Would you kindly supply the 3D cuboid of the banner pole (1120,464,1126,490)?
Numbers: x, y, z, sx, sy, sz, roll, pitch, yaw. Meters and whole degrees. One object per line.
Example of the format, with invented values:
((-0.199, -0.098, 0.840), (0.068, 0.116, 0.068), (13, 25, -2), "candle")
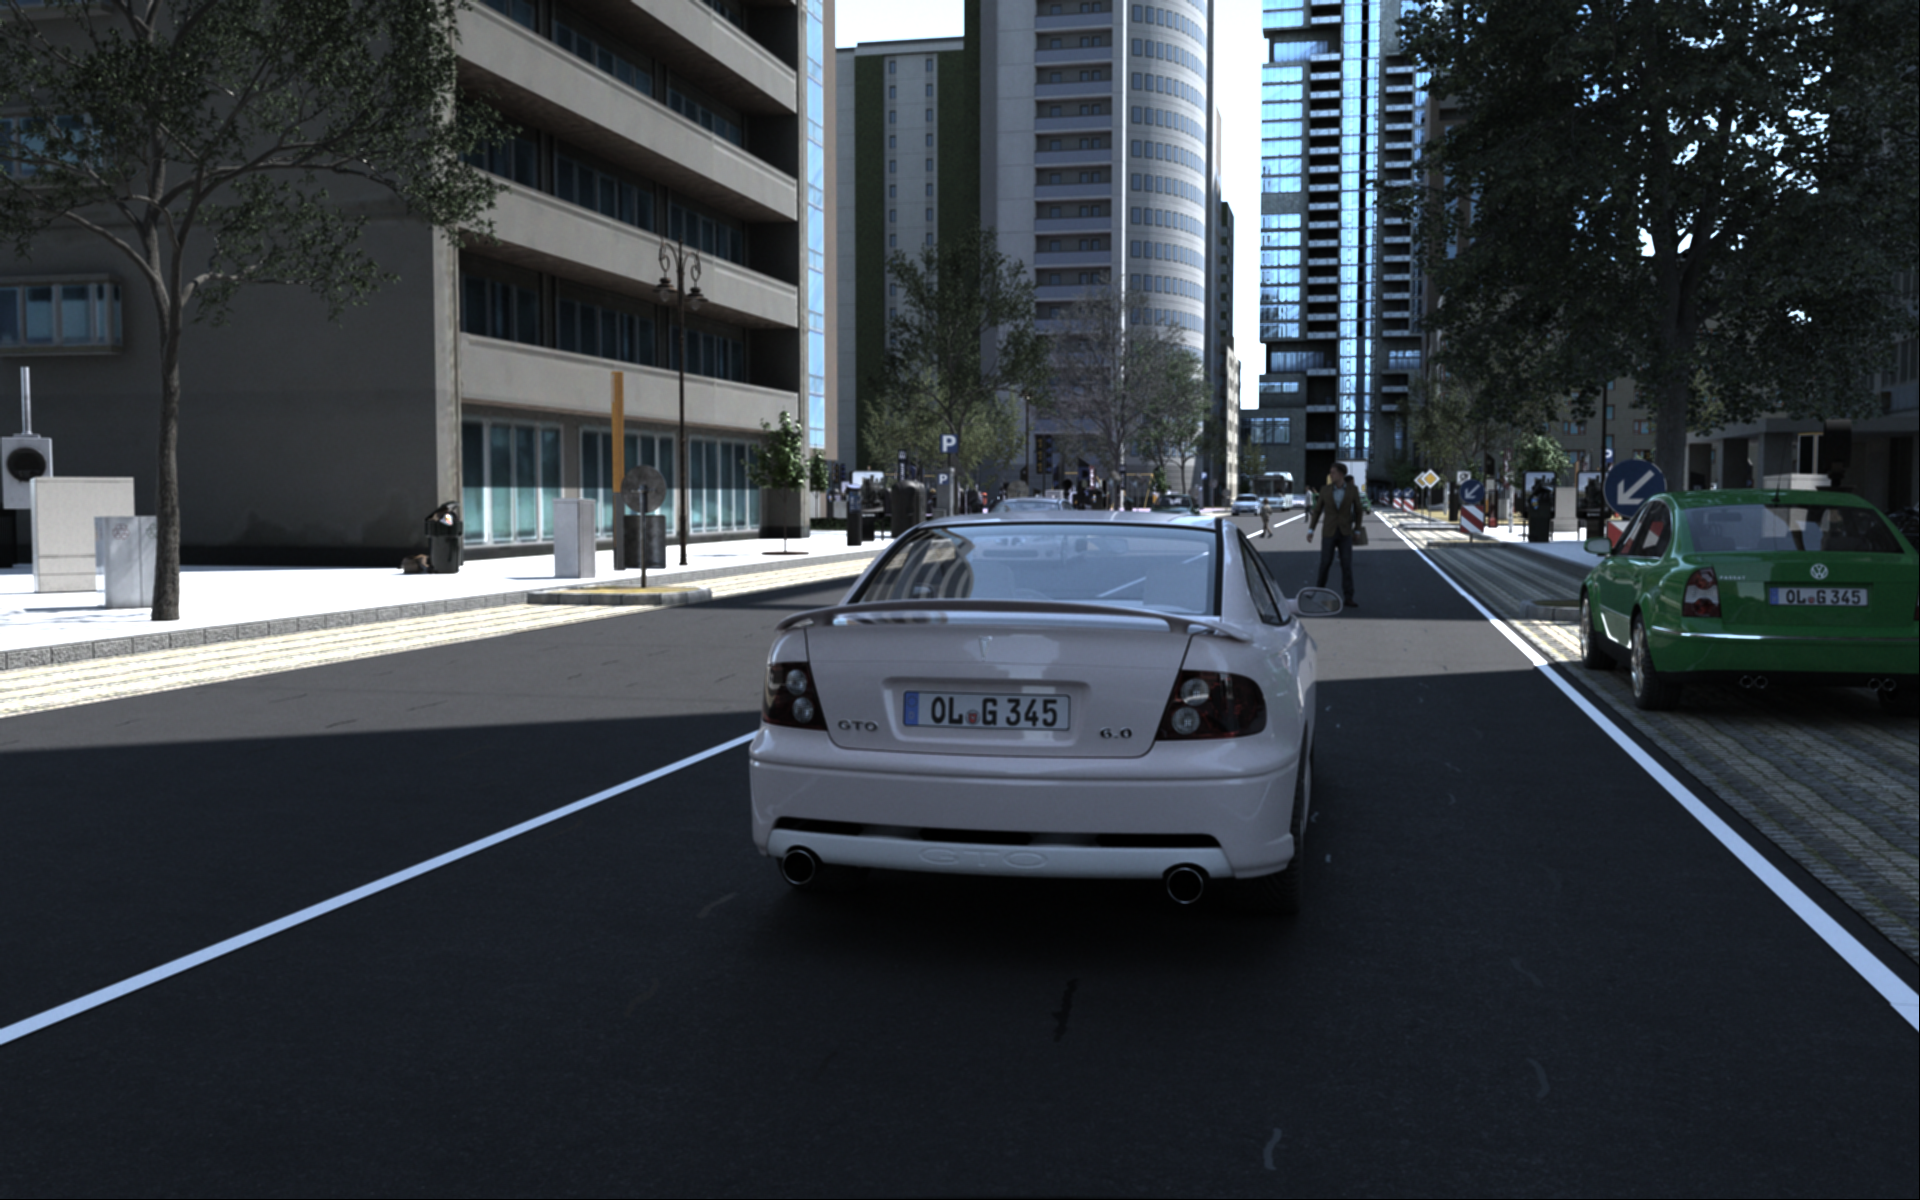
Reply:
((11.764, -8.372, 126.892), (0.863, 3.779, 0.401), (0, 4, -3), "banner pole")

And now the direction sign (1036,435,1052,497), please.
((3.259, -4.593, 67.097), (0.379, 3.537, 0.876), (-3, 4, -38), "direction sign")

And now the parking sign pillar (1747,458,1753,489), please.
((49.135, -7.340, 108.476), (1.447, 3.967, 1.447), (0, 4, 1), "parking sign pillar")

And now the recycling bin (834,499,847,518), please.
((-4.188, -3.145, 63.967), (0.722, 1.027, 0.722), (2, 4, 32), "recycling bin")

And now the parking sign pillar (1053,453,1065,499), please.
((6.482, -7.656, 113.655), (1.447, 3.967, 1.447), (1, 4, 20), "parking sign pillar")

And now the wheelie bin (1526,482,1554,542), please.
((15.426, -2.334, 46.075), (0.693, 1.594, 0.980), (1, 4, 17), "wheelie bin")

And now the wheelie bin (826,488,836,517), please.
((-7.074, -5.210, 93.097), (0.693, 1.594, 0.980), (-3, 4, -36), "wheelie bin")

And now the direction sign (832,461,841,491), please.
((-7.433, -6.716, 101.805), (0.379, 3.537, 0.876), (0, 4, 5), "direction sign")

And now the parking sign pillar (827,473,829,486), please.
((-11.007, -9.083, 136.972), (1.447, 3.967, 1.447), (-1, 4, -14), "parking sign pillar")

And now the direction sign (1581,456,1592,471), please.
((37.203, -6.783, 102.898), (0.379, 3.537, 0.876), (-2, 4, -24), "direction sign")

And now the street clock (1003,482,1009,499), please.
((2.758, -6.052, 103.512), (0.358, 2.002, 0.471), (1, 4, 16), "street clock")

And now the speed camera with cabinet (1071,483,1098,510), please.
((9.499, -8.430, 132.168), (2.038, 3.252, 0.660), (2, 4, 24), "speed camera with cabinet")

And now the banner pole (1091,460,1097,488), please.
((10.000, -8.494, 128.894), (0.401, 3.779, 0.863), (3, 5, 40), "banner pole")

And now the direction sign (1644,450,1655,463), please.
((35.627, -5.946, 89.215), (0.876, 3.537, 0.379), (3, 5, 41), "direction sign")

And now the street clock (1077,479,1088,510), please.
((6.056, -4.940, 85.333), (0.358, 2.002, 0.471), (3, 5, 44), "street clock")

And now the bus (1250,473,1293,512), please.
((26.154, -9.162, 144.656), (2.948, 3.499, 13.247), (1, 4, 14), "bus")

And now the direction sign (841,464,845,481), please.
((-9.031, -8.429, 129.804), (0.876, 3.537, 0.379), (-1, 4, -14), "direction sign")

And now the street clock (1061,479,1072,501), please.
((5.159, -4.840, 83.702), (0.471, 2.002, 0.358), (-1, 4, -22), "street clock")

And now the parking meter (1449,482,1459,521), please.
((23.177, -4.621, 81.270), (0.399, 1.863, 0.255), (-2, 4, -29), "parking meter")

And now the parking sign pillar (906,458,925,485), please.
((-3.366, -8.762, 131.737), (1.447, 3.967, 1.447), (1, 4, 22), "parking sign pillar")

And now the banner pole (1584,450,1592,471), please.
((35.380, -6.578, 97.574), (0.401, 3.779, 0.863), (-1, 4, -14), "banner pole")

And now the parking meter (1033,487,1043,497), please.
((2.987, -3.545, 66.376), (0.372, 1.533, 0.369), (0, 3, 0), "parking meter")

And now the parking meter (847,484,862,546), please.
((-2.611, -2.101, 42.757), (0.372, 1.533, 0.369), (0, 3, 0), "parking meter")

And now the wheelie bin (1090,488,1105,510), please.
((6.792, -4.751, 85.587), (0.693, 1.594, 0.980), (1, 4, 8), "wheelie bin")

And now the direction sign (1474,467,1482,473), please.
((42.389, -9.191, 142.274), (0.876, 3.537, 0.379), (0, 4, 4), "direction sign")

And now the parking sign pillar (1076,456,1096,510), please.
((9.049, -8.276, 123.789), (1.447, 3.967, 1.447), (1, 4, 17), "parking sign pillar")

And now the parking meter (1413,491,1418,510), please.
((36.783, -8.036, 139.795), (0.372, 1.533, 0.369), (0, 3, 0), "parking meter")

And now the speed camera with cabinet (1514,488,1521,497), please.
((42.553, -8.275, 129.632), (2.038, 3.252, 0.660), (2, 4, 32), "speed camera with cabinet")

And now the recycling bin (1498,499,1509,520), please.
((27.159, -4.534, 86.692), (0.722, 1.027, 0.722), (3, 5, 40), "recycling bin")

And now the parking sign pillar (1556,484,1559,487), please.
((33.268, -6.710, 98.185), (1.447, 3.967, 1.447), (-3, 4, -39), "parking sign pillar")

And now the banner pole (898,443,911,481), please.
((-2.687, -5.809, 84.987), (0.863, 3.779, 0.401), (-2, 4, -31), "banner pole")

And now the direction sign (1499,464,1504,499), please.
((41.344, -8.544, 131.696), (0.876, 3.537, 0.379), (-1, 4, -20), "direction sign")

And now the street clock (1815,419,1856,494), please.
((8.499, -0.750, 16.828), (0.358, 2.002, 0.471), (2, 4, 24), "street clock")

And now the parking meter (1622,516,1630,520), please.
((30.309, -4.302, 78.746), (0.372, 1.533, 0.369), (0, 3, 0), "parking meter")

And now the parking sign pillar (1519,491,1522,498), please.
((46.832, -9.451, 142.994), (1.447, 3.967, 1.447), (0, 4, 2), "parking sign pillar")

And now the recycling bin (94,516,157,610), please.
((-9.366, -0.434, 19.658), (0.722, 1.027, 0.722), (-2, 4, -34), "recycling bin")

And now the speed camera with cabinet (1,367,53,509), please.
((-15.080, -1.971, 26.566), (2.038, 3.252, 0.660), (-2, 4, -25), "speed camera with cabinet")

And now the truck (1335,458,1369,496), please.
((31.944, -9.318, 141.266), (2.839, 4.237, 11.283), (1, 4, 13), "truck")

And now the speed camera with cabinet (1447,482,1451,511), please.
((37.427, -8.499, 133.289), (0.660, 3.252, 2.038), (2, 4, 23), "speed camera with cabinet")

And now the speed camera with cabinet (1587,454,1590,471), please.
((31.204, -5.562, 85.270), (0.660, 3.252, 2.038), (1, 4, 13), "speed camera with cabinet")

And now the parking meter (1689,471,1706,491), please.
((18.883, -2.364, 44.364), (0.399, 1.863, 0.255), (1, 4, 20), "parking meter")

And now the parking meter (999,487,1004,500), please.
((3.371, -8.157, 139.085), (0.255, 1.863, 0.399), (-3, 5, -39), "parking meter")

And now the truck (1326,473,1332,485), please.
((35.682, -10.118, 161.346), (3.469, 3.379, 9.791), (1, 4, 14), "truck")

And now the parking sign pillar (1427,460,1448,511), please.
((35.494, -8.573, 128.636), (1.447, 3.967, 1.447), (0, 4, -1), "parking sign pillar")

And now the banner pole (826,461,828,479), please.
((-10.088, -8.645, 131.365), (0.401, 3.779, 0.863), (0, 4, -3), "banner pole")
